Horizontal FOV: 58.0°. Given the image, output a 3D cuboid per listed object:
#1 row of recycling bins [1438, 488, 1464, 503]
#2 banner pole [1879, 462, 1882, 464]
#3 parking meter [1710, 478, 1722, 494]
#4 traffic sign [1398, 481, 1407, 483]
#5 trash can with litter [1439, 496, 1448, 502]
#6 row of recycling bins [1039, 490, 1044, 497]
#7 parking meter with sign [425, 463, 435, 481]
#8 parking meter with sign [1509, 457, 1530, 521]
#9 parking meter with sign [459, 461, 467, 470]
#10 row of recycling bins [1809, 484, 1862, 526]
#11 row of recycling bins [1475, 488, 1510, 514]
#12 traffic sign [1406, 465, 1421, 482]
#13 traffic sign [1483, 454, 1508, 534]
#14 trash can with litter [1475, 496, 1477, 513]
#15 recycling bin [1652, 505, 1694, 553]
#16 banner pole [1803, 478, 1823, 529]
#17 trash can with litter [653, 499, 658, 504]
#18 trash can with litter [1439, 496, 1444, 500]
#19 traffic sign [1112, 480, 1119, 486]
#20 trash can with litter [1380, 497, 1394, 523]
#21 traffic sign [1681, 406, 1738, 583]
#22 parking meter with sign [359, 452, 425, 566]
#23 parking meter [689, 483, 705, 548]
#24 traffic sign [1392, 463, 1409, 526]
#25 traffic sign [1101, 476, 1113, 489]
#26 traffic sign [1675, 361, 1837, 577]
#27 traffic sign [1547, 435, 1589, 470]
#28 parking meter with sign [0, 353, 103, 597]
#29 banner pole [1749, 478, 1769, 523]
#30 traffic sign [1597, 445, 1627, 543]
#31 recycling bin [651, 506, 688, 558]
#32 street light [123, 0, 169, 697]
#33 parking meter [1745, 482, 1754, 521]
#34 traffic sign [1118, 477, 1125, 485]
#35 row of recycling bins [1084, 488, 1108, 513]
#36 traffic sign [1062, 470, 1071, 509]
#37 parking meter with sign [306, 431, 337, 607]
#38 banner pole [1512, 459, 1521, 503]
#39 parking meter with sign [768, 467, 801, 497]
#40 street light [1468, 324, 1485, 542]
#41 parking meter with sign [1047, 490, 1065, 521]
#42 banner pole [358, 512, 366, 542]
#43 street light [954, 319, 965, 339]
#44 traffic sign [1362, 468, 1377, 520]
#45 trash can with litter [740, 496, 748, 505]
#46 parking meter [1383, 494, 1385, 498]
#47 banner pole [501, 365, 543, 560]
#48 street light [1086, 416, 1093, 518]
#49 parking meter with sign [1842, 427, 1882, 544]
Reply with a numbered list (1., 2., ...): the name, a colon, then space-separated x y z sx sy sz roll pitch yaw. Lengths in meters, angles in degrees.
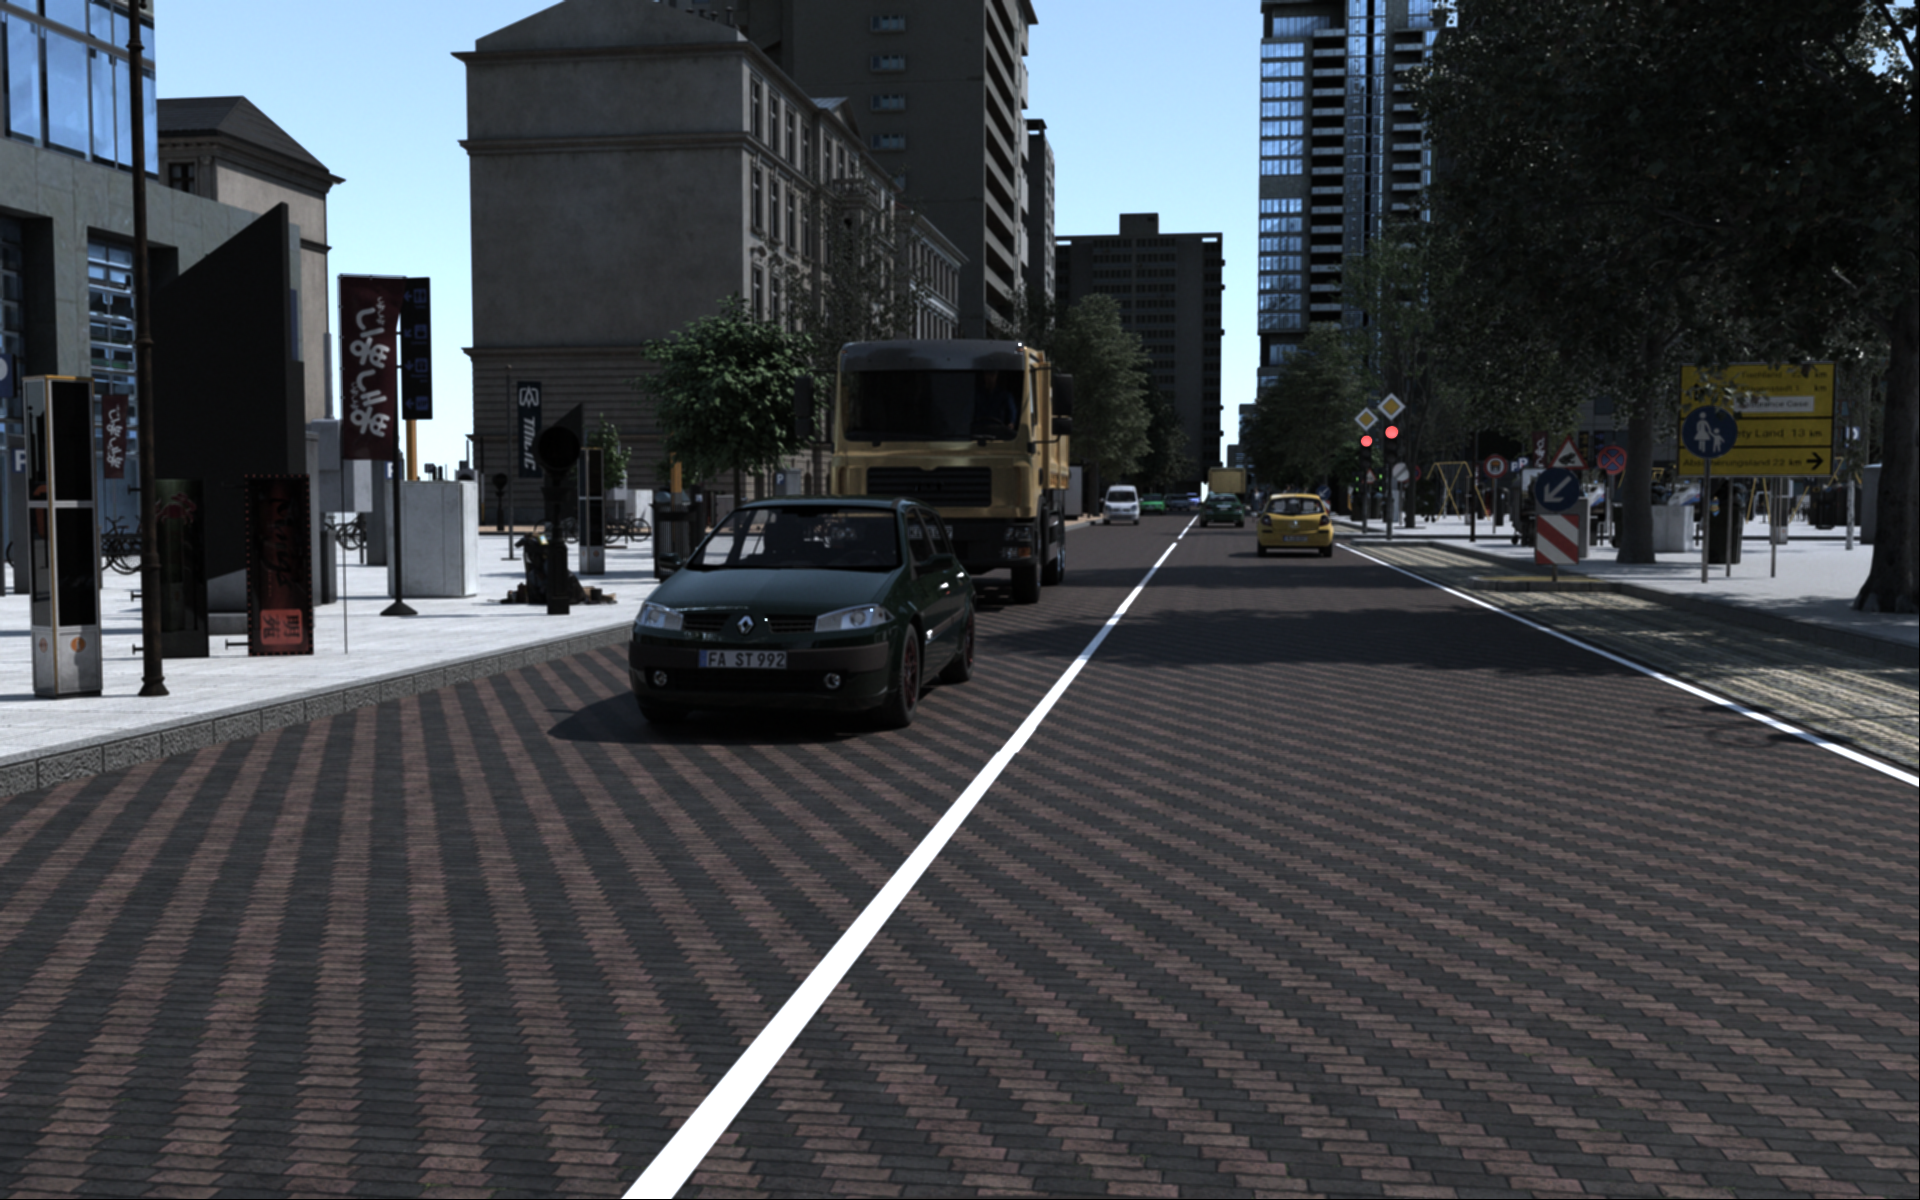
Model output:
1. row of recycling bins: 35.491 -7.022 121.917 3.534 1.692 1.069 1 4 12
2. banner pole: 62.936 -7.842 118.235 0.863 3.779 0.401 -2 4 -33
3. parking meter: 19.492 -2.384 44.682 0.255 1.863 0.399 3 5 44
4. traffic sign: 20.728 -5.026 82.184 0.884 2.594 0.081 1 4 13
5. trash can with litter: 30.751 -6.100 111.120 1.055 1.170 0.624 1 4 21
6. row of recycling bins: 4.163 -5.149 91.307 1.069 1.692 3.534 1 4 22
7. parking meter with sign: -30.329 -6.302 99.303 0.543 3.016 1.738 -1 4 -13
8. parking meter with sign: 26.374 -5.229 81.761 0.543 3.016 1.738 2 4 31
9. parking meter with sign: -25.098 -5.726 89.887 1.738 3.016 0.543 2 4 23
10. row of recycling bins: 35.879 -3.879 70.530 1.069 1.692 3.534 0 4 -5
11. row of recycling bins: 34.598 -6.410 111.917 1.069 1.692 3.534 0 4 -4
12. traffic sign: 19.352 -4.532 74.209 0.768 2.556 0.104 1 4 11
13. traffic sign: 17.232 -3.406 55.798 0.768 2.556 0.104 1 4 16
14. trash can with litter: 35.473 -6.533 117.871 2.233 1.210 1.678 0 4 1
15. recycling bin: 15.698 -1.567 38.172 0.722 1.027 0.722 3 4 39
16. banner pole: 31.769 -4.545 64.334 0.863 3.779 0.401 1 4 14
17. trash can with litter: -12.219 -3.614 70.482 1.055 1.170 0.624 0 4 -6
18. trash can with litter: 32.682 -6.558 118.279 1.678 1.210 2.233 -3 4 -38
19. traffic sign: 11.133 -7.649 125.063 0.884 2.594 0.081 1 4 10
20. trash can with litter: 19.041 -4.029 77.254 0.624 1.170 1.055 1 4 14
21. traffic sign: 10.769 -1.521 24.974 0.768 2.556 0.104 1 4 9
22. parking meter with sign: -10.392 -2.136 31.192 1.738 3.016 0.543 3 5 43
23. parking meter: -6.306 -2.030 41.605 0.372 1.533 0.369 0 3 0
24. traffic sign: 17.867 -4.285 70.160 0.768 2.556 0.104 1 4 14
25. traffic sign: 10.274 -7.418 121.283 0.884 2.594 0.081 1 4 12
26. traffic sign: 12.227 -2.007 26.680 2.265 3.308 0.079 1 4 13
27. traffic sign: 13.330 -2.325 38.017 0.884 2.594 0.081 1 4 16
28. parking meter with sign: -11.863 -1.599 22.413 0.543 3.016 1.738 1 4 9
29. banner pole: 35.339 -5.292 76.535 0.863 3.779 0.401 3 5 39
30. traffic sign: 16.935 -2.747 45.012 0.768 2.556 0.104 1 4 14
31. recycling bin: -5.896 -1.382 35.157 0.722 1.027 0.722 -1 4 -11
32. street light: -5.144 -2.329 10.869 0.468 5.910 1.993 1 4 8
33. parking meter: 38.008 -4.750 83.372 0.255 1.863 0.399 0 4 1
34. traffic sign: 12.093 -8.002 130.938 0.768 2.556 0.104 1 4 9
35. row of recycling bins: 8.311 -6.684 116.404 3.534 1.692 1.069 -1 4 -11
36. traffic sign: 4.816 -4.949 81.028 0.768 2.556 0.104 1 4 11
37. parking meter with sign: -7.493 -1.421 19.492 0.543 3.016 1.738 0 4 -4
38. banner pole: 39.733 -8.185 123.839 0.863 3.779 0.401 3 4 38
39. parking meter with sign: -4.846 -3.234 49.142 0.543 3.016 1.738 3 4 37
40. street light: 13.758 -4.497 46.307 0.468 5.910 1.993 1 4 8
41. parking meter with sign: 4.411 -5.275 82.512 0.543 3.016 1.738 3 5 45
42. banner pole: -16.046 -3.462 46.622 0.401 3.779 0.863 -2 4 -24
43. street light: -0.014 -4.474 45.945 0.468 5.910 1.993 1 4 8
44. traffic sign: 20.360 -5.265 86.087 0.884 2.594 0.081 1 4 16
45. trash can with litter: -7.361 -3.049 60.911 1.678 1.210 2.233 2 4 24
46. parking meter: 23.654 -5.516 95.900 0.399 1.863 0.255 -1 4 -22
47. banner pole: -8.532 -2.674 33.733 0.863 3.779 0.401 -2 4 -24
48. street light: 6.887 -7.320 92.475 0.468 5.910 1.993 1 4 8
49. parking meter with sign: 23.378 -2.925 44.091 0.543 3.016 1.738 -2 4 -25
